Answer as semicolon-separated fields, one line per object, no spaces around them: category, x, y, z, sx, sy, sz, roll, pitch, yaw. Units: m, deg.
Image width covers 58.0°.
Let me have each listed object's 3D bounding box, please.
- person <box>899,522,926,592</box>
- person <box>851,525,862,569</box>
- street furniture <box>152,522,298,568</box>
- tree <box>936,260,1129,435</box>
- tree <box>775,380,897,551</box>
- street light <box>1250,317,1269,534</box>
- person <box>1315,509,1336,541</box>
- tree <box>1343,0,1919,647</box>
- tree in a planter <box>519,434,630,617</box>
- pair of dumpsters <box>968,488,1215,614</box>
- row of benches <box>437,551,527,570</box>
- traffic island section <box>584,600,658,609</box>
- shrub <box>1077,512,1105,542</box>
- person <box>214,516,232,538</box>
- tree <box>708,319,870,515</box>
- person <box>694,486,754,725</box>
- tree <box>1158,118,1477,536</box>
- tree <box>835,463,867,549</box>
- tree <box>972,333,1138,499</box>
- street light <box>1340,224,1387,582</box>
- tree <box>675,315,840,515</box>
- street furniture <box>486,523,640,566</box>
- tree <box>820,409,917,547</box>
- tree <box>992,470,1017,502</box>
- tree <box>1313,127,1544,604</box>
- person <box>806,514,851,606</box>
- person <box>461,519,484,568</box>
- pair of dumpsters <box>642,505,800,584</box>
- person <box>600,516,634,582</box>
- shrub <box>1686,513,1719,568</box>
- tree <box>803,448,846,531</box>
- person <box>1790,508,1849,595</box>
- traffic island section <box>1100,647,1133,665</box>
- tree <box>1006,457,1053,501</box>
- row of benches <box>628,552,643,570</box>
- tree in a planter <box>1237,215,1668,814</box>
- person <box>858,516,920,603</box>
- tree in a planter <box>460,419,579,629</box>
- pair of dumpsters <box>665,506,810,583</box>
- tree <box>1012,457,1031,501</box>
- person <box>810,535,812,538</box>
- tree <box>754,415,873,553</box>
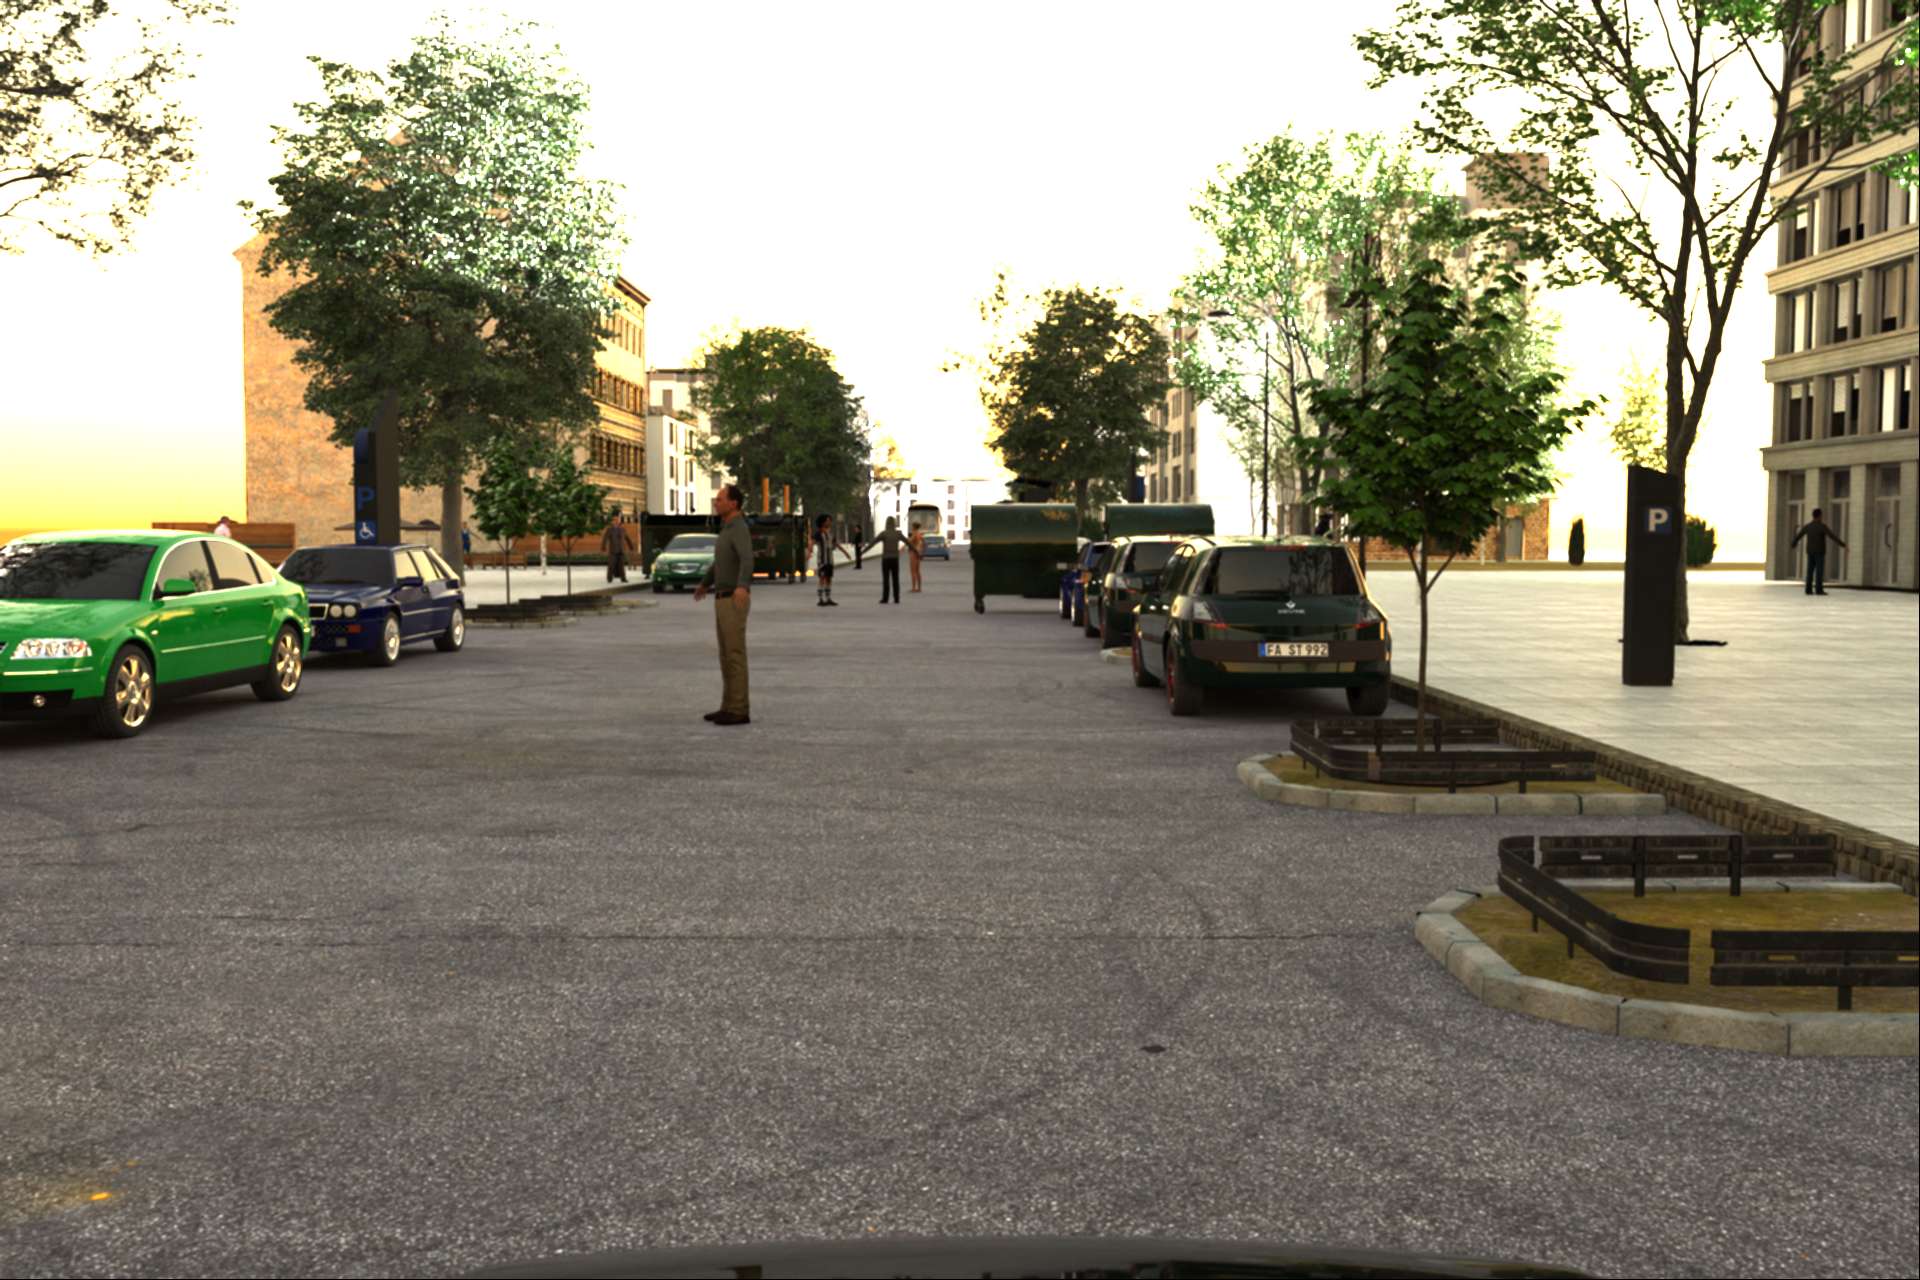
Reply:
person;-1.164;-2.047;42.723;0.721;1.733;1.217;2;4;31
person;-4.192;-3.805;70.847;0.705;1.806;1.347;-1;4;-17
street furniture;-29.524;-3.716;67.614;11.010;1.723;9.812;-1;4;-17
tree;5.026;-16.173;120.315;12.611;20.169;13.585;0;3;0
tree;-10.003;-13.755;135.257;12.009;13.543;11.850;0;3;0
street light;6.931;-3.891;36.162;1.470;5.913;1.316;0;4;0
person;7.828;-1.905;37.015;0.704;1.845;1.351;2;4;29
tree;8.489;-5.757;19.881;9.928;11.665;9.643;0;3;0
tree in a planter;-7.016;-2.066;30.995;1.991;3.239;1.994;0;4;1
pair of dumpsters;2.368;-1.630;31.604;4.436;2.255;1.574;0;4;-1
row of benches;-17.439;-2.903;62.927;1.422;0.672;4.104;3;4;36
traffic island section;-7.030;-0.690;34.154;1.991;0.108;1.994;0;4;1
shrub;4.712;-3.615;63.147;1.661;2.075;1.752;0;3;0
person;-17.025;-2.032;40.205;0.756;1.711;0.436;3;5;44
tree;-10.098;-11.926;101.646;9.857;13.997;8.962;0;3;0
person;-1.761;-0.270;13.147;0.705;1.796;1.348;-1;4;-21
tree;8.655;-7.139;42.470;9.928;11.665;9.643;0;3;0
tree;-9.579;-11.902;144.955;4.737;8.622;4.395;0;3;0
tree;5.422;-11.749;102.469;12.009;13.543;11.850;0;3;0
street light;6.114;-3.268;26.218;0.468;5.910;1.993;0;4;0
tree;-9.513;-9.532;81.603;9.928;11.665;9.643;0;3;0
street furniture;-17.381;-3.982;71.962;9.812;1.723;11.010;-1;4;-9
tree;-9.265;-15.698;167.037;12.009;13.543;11.850;0;3;0
tree;5.537;-13.050;163.726;4.360;8.622;3.978;0;3;0
tree;8.553;-4.989;31.937;4.360;8.622;3.978;0;3;0
person;-2.672;-1.590;34.594;0.704;1.843;1.345;2;4;35
person;-18.698;-3.644;65.443;1.347;1.847;0.705;-1;4;-20
pair of dumpsters;-6.862;-2.742;49.777;4.436;2.255;1.574;0;4;0
person;-9.065;-2.405;45.923;0.990;1.755;0.434;-2;4;-34
shrub;28.032;-3.793;66.063;1.661;2.075;1.752;0;3;0
tree;-9.404;-10.749;126.104;4.360;8.622;3.978;0;3;0
person;18.074;-1.863;36.529;0.705;1.821;1.348;-2;4;-28
traffic island section;2.621;0.191;19.739;1.991;0.108;1.994;0;4;0
tree;6.006;-11.380;136.422;4.737;8.622;4.395;0;3;0
row of benches;-9.695;-2.816;61.508;4.104;0.672;1.422;0;4;8
tree in a planter;2.627;-0.767;9.758;1.991;3.239;1.994;0;3;0
person;-1.449;-1.672;35.929;1.348;1.813;0.705;-1;4;-19
tree in a planter;-7.079;-1.824;27.037;1.991;3.239;1.994;0;4;1
pair of dumpsters;-6.686;-2.845;51.460;4.436;2.255;1.574;0;3;0
tree;6.104;-12.185;149.581;4.737;8.622;4.395;0;3;0
person;-7.162;-4.390;78.492;1.216;1.740;0.721;-1;4;-14
tree;-10.080;-11.138;116.519;8.767;10.594;7.601;0;4;-4
